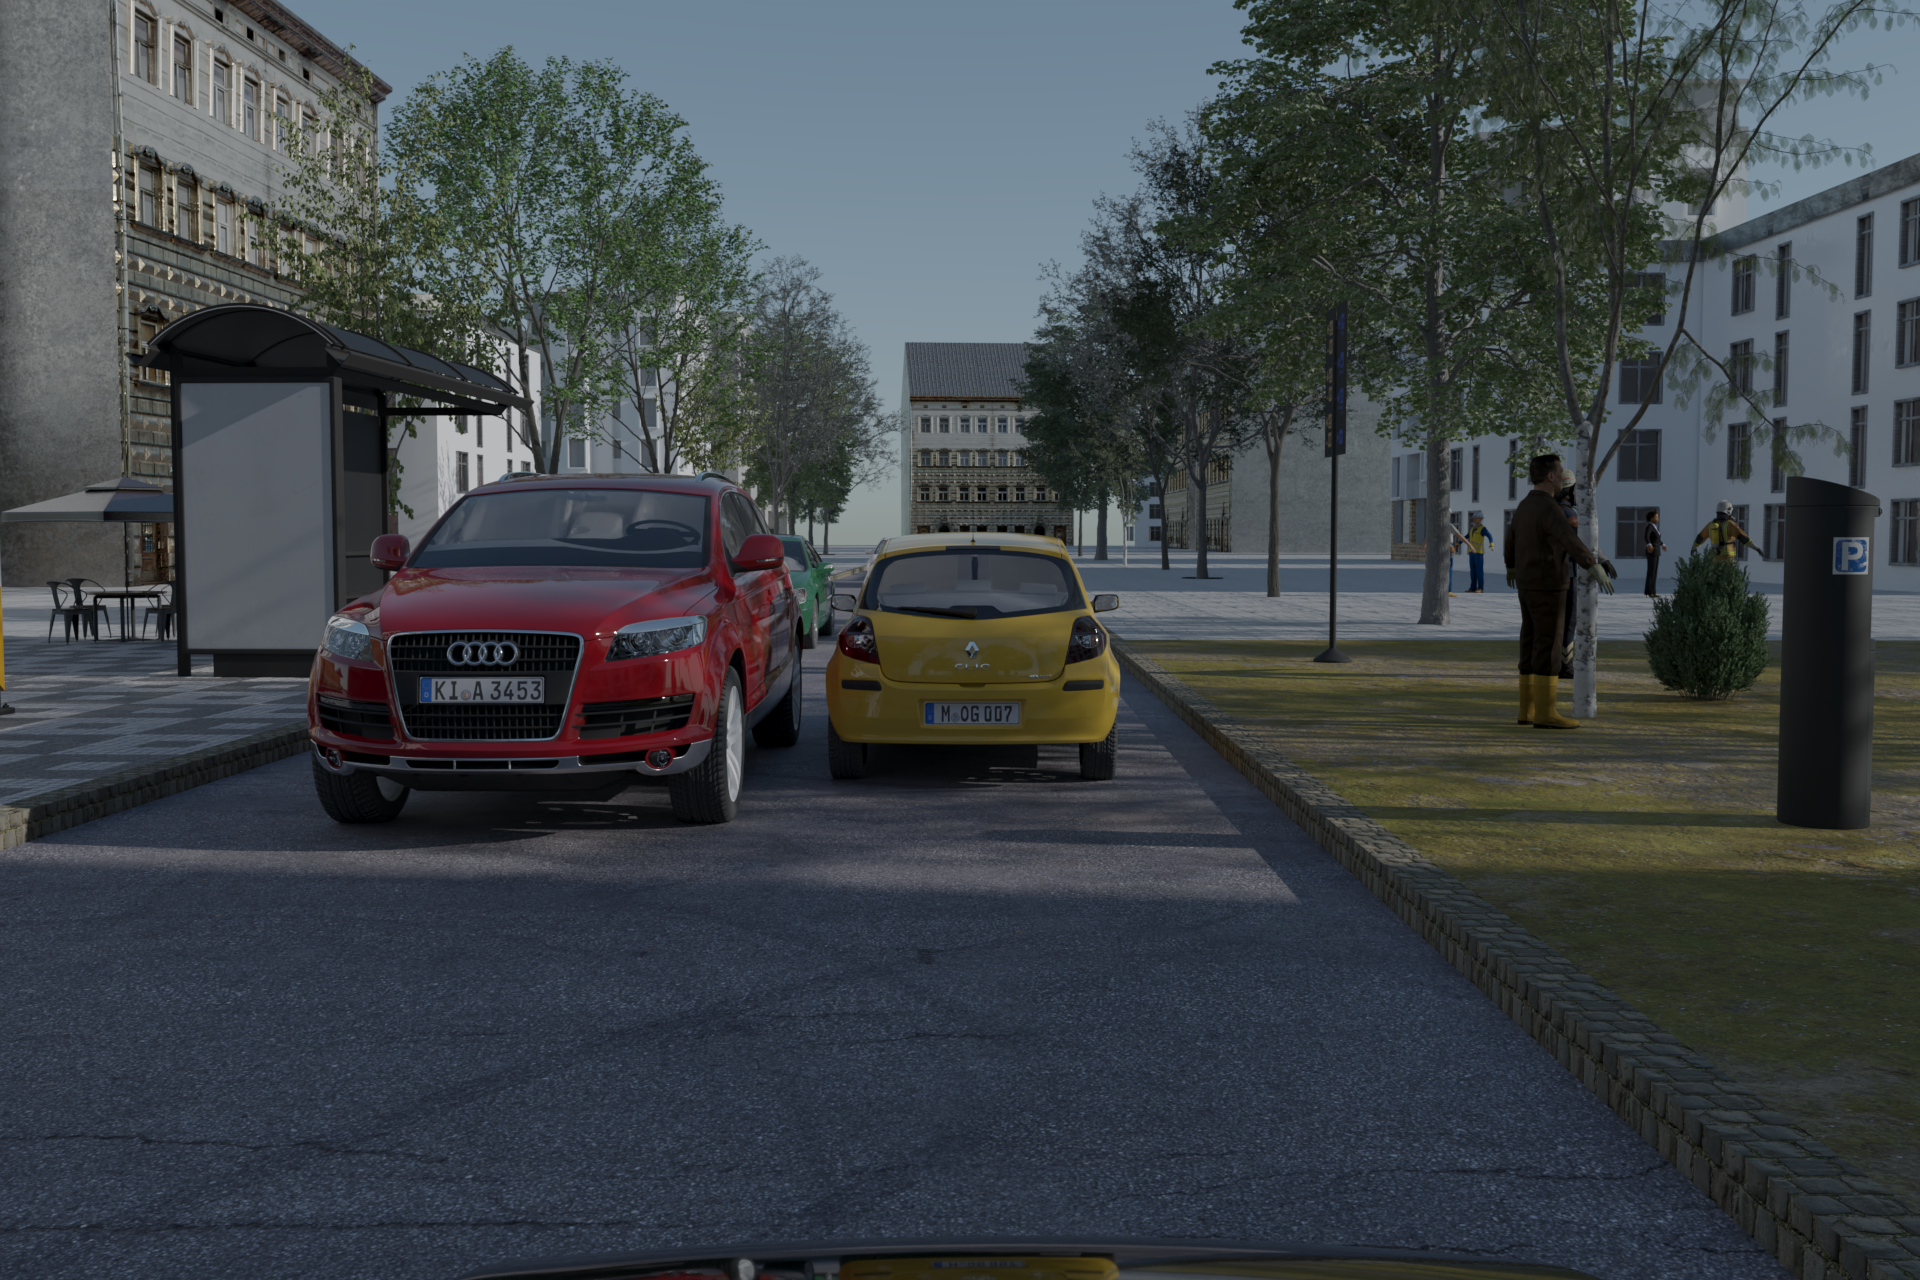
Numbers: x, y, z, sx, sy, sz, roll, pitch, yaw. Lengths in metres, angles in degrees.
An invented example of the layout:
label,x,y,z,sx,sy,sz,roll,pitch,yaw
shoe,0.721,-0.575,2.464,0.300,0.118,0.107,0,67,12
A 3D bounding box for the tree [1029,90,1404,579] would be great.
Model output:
label,x,y,z,sx,sy,sz,roll,pitch,yaw
tree,6.853,-8.485,49.095,12.009,13.543,11.850,0,3,0

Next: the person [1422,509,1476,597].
label,x,y,z,sx,sy,sz,roll,pitch,yaw
person,9.957,-1.813,35.493,0.705,1.847,1.347,-2,4,-34

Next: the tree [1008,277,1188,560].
label,x,y,z,sx,sy,sz,roll,pitch,yaw
tree,6.936,-10.898,84.831,9.857,13.997,8.962,0,3,0

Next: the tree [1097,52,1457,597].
label,x,y,z,sx,sy,sz,roll,pitch,yaw
tree,6.112,-6.135,34.719,7.601,10.594,8.767,-3,5,-42

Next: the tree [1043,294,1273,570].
label,x,y,z,sx,sy,sz,roll,pitch,yaw
tree,7.358,-7.807,62.051,8.767,10.594,7.601,0,4,-6

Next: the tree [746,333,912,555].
label,x,y,z,sx,sy,sz,roll,pitch,yaw
tree,-8.046,-11.922,105.287,12.009,13.543,11.850,0,3,0

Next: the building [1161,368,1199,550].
label,x,y,z,sx,sy,sz,roll,pitch,yaw
building,27.796,-19.486,149.527,19.493,23.208,18.063,0,3,0

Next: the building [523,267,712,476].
label,x,y,z,sx,sy,sz,roll,pitch,yaw
building,-24.489,-16.264,122.337,16.016,20.090,11.380,0,4,1

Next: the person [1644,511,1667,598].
label,x,y,z,sx,sy,sz,roll,pitch,yaw
person,14.034,-1.724,34.901,0.721,1.740,1.216,3,4,36

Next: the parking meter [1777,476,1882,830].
label,x,y,z,sx,sy,sz,roll,pitch,yaw
parking meter,3.833,0.047,7.649,0.372,1.533,0.369,0,3,0

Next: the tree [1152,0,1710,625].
label,x,y,z,sx,sy,sz,roll,pitch,yaw
tree,6.653,-6.521,24.747,7.486,12.596,7.792,0,3,0

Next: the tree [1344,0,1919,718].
label,x,y,z,sx,sy,sz,roll,pitch,yaw
tree,4.435,-3.778,12.141,4.360,8.622,3.978,0,3,0

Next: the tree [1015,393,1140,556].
label,x,y,z,sx,sy,sz,roll,pitch,yaw
tree,6.703,-10.062,98.921,8.767,10.594,7.601,2,4,32

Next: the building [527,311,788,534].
label,x,y,z,sx,sy,sz,roll,pitch,yaw
building,-25.634,-17.564,153.628,16.747,18.905,31.486,0,4,1

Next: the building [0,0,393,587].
label,x,y,z,sx,sy,sz,roll,pitch,yaw
building,-29.081,-13.401,50.043,19.493,23.208,18.063,0,4,1

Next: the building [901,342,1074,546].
label,x,y,z,sx,sy,sz,roll,pitch,yaw
building,2.752,-22.287,197.773,18.063,23.208,19.493,0,4,-5

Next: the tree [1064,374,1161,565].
label,x,y,z,sx,sy,sz,roll,pitch,yaw
tree,7.021,-7.398,71.323,4.360,8.622,3.978,0,3,0

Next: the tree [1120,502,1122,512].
label,x,y,z,sx,sy,sz,roll,pitch,yaw
tree,19.876,-14.771,191.874,4.360,8.622,3.978,0,3,0

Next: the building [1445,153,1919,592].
label,x,y,z,sx,sy,sz,roll,pitch,yaw
building,21.903,-6.581,49.743,9.099,9.664,28.070,0,4,0

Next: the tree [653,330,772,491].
label,x,y,z,sx,sy,sz,roll,pitch,yaw
tree,-8.868,-6.731,60.422,4.737,8.622,4.395,0,3,0

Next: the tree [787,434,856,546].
label,x,y,z,sx,sy,sz,roll,pitch,yaw
tree,-16.480,-17.464,192.185,9.857,13.997,8.962,0,3,0

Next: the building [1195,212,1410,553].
label,x,y,z,sx,sy,sz,roll,pitch,yaw
building,27.708,-18.061,126.231,19.493,23.208,18.063,0,4,1

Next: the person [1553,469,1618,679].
label,x,y,z,sx,sy,sz,roll,pitch,yaw
person,5.378,-0.591,15.448,0.705,1.856,1.354,-1,4,-12

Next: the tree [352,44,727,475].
label,x,y,z,sx,sy,sz,roll,pitch,yaw
tree,-8.666,-6.756,36.210,9.928,11.665,9.643,0,3,0

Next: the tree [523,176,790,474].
label,x,y,z,sx,sy,sz,roll,pitch,yaw
tree,-8.626,-7.590,49.857,9.928,11.665,9.643,0,3,0

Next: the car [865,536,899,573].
label,x,y,z,sx,sy,sz,roll,pitch,yaw
car,-1.566,-2.197,48.286,2.083,1.381,4.827,0,4,1

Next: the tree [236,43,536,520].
label,x,y,z,sx,sy,sz,roll,pitch,yaw
tree,-8.966,-4.697,27.163,4.737,8.622,4.395,0,3,0

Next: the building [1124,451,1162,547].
label,x,y,z,sx,sy,sz,roll,pitch,yaw
building,22.019,-14.192,174.188,9.099,9.664,28.070,0,4,1

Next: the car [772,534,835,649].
label,x,y,z,sx,sy,sz,roll,pitch,yaw
car,-2.696,-0.692,23.115,2.131,1.459,4.920,0,4,0

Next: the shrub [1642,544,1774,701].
label,x,y,z,sx,sy,sz,roll,pitch,yaw
shrub,5.804,-0.143,13.451,1.383,1.207,1.383,0,3,0

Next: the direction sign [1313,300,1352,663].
label,x,y,z,sx,sy,sz,roll,pitch,yaw
direction sign,3.740,-1.547,17.292,0.379,3.537,0.876,0,4,1

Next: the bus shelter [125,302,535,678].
label,x,y,z,sx,sy,sz,roll,pitch,yaw
bus shelter,-6.181,-1.469,17.947,2.014,3.302,5.546,0,4,2

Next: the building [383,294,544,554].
label,x,y,z,sx,sy,sz,roll,pitch,yaw
building,-22.423,-8.108,74.707,9.099,9.664,28.070,0,4,1

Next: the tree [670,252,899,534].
label,x,y,z,sx,sy,sz,roll,pitch,yaw
tree,-7.919,-10.083,75.235,12.009,13.543,11.850,0,3,0

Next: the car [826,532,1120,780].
label,x,y,z,sx,sy,sz,roll,pitch,yaw
car,0.095,-0.080,11.530,2.015,1.641,3.980,0,4,1

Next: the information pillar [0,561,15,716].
label,x,y,z,sx,sy,sz,roll,pitch,yaw
information pillar,-6.856,-1.265,12.038,0.183,3.616,0.504,0,3,0

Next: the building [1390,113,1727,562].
label,x,y,z,sx,sy,sz,roll,pitch,yaw
building,26.477,-13.940,84.343,16.016,20.090,11.380,0,4,0

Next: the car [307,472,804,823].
label,x,y,z,sx,sy,sz,roll,pitch,yaw
car,-2.112,-0.098,10.275,2.281,1.827,5.304,0,4,0

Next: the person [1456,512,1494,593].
label,x,y,z,sx,sy,sz,roll,pitch,yaw
person,11.209,-1.914,37.763,0.721,1.772,1.216,-2,4,-25

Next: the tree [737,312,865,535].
label,x,y,z,sx,sy,sz,roll,pitch,yaw
tree,-8.375,-10.457,89.092,7.486,12.596,7.792,0,3,0

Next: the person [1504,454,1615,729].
label,x,y,z,sx,sy,sz,roll,pitch,yaw
person,3.905,-0.329,11.514,0.704,1.812,1.346,-1,4,-8

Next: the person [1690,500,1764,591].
label,x,y,z,sx,sy,sz,roll,pitch,yaw
person,12.954,-1.444,29.377,0.705,1.858,1.354,-2,4,-32
